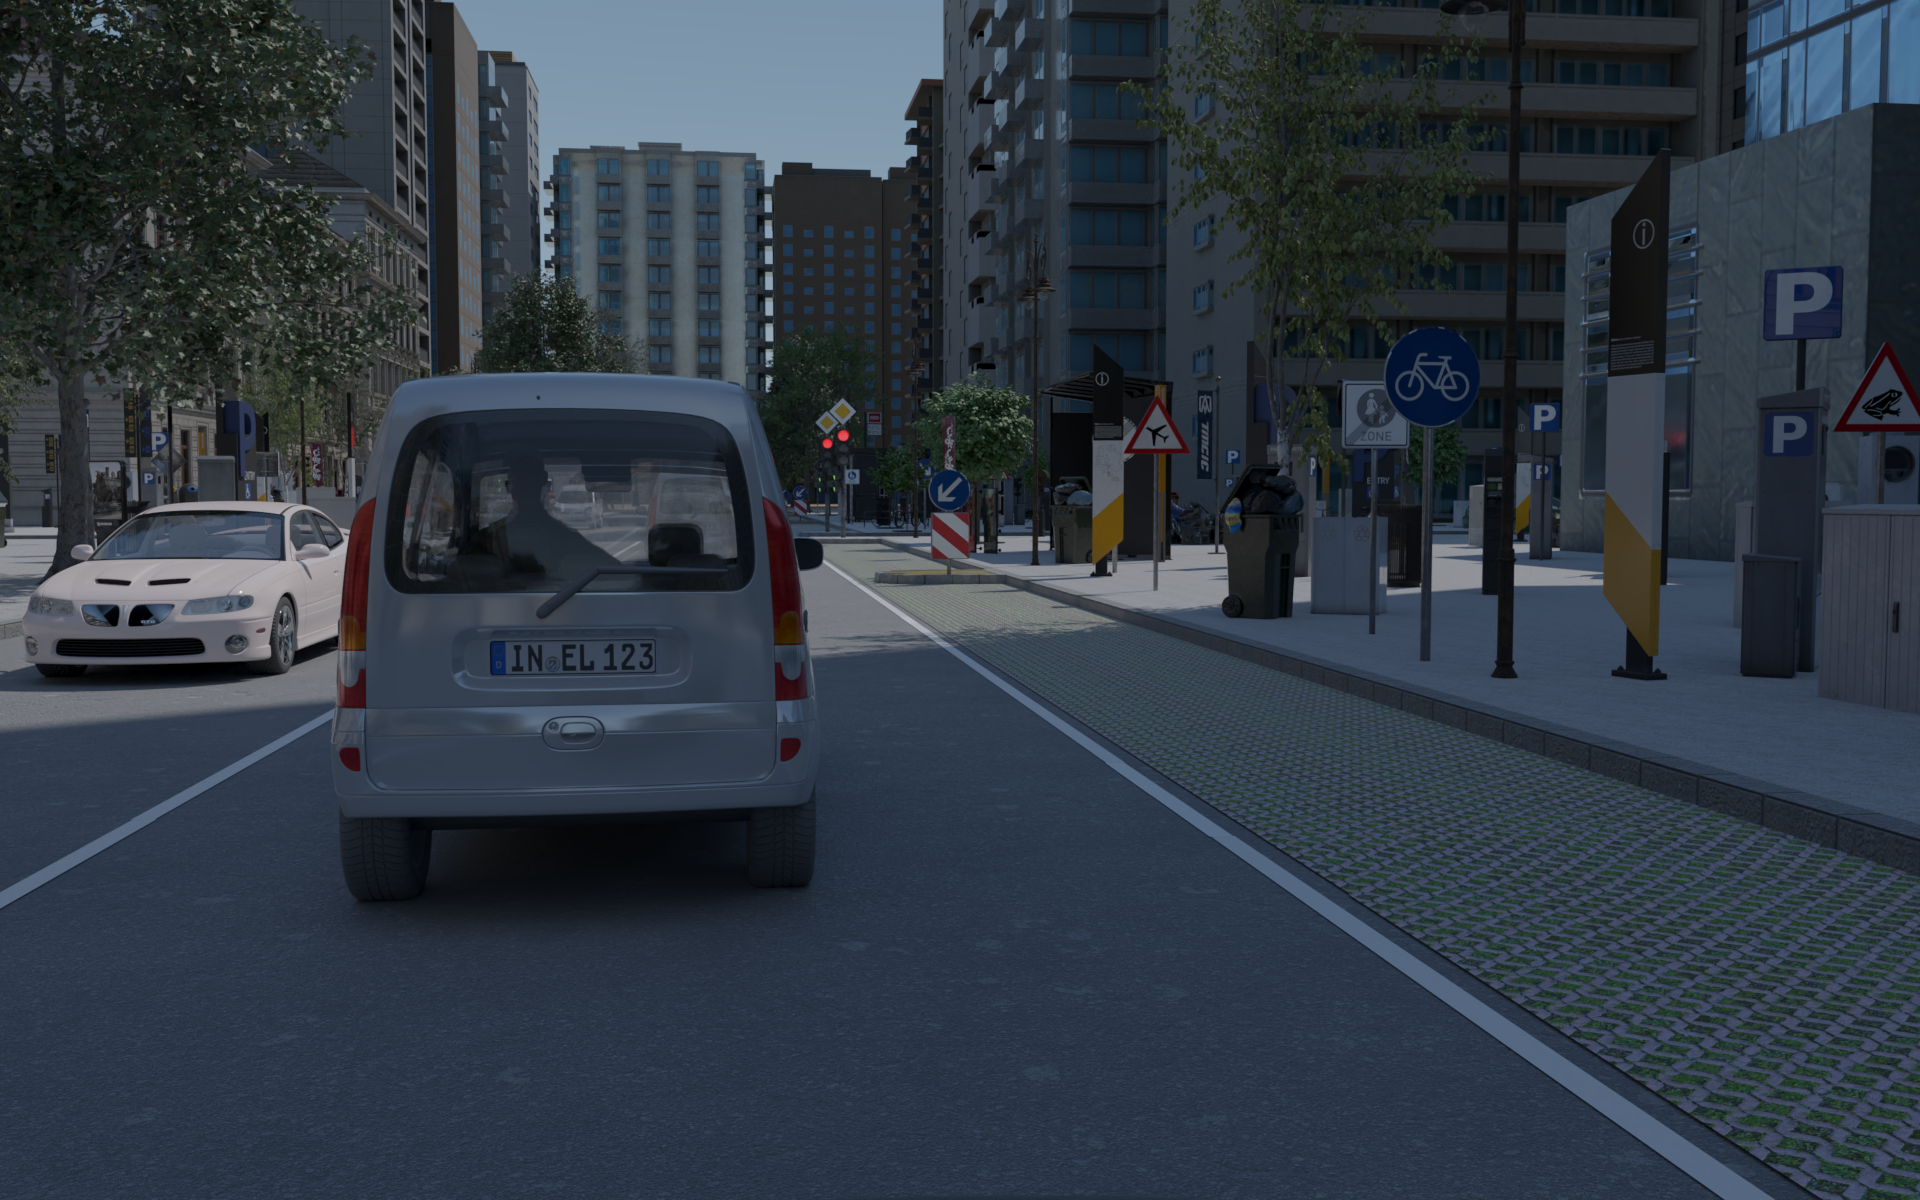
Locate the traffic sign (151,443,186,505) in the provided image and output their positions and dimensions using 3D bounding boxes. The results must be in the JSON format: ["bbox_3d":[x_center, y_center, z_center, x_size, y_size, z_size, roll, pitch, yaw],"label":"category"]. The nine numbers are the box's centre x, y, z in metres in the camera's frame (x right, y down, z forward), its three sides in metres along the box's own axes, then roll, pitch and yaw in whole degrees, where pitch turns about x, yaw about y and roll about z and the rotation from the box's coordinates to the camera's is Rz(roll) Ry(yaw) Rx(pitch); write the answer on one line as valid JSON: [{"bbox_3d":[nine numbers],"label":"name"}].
[{"bbox_3d":[-17.996,-2.337,39.402,0.795,2.450,0.064,0,4,-3],"label":"traffic sign"}]

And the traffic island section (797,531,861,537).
[{"bbox_3d":[-4.472,-2.229,58.729,2.009,0.180,2.903,0,4,-8],"label":"traffic island section"}]

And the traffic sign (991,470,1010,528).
[{"bbox_3d":[1.454,-4.022,65.765,0.884,2.594,0.081,0,4,-2],"label":"traffic sign"}]

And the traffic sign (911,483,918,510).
[{"bbox_3d":[-2.189,-4.659,78.302,0.606,2.300,0.079,0,4,-2],"label":"traffic sign"}]

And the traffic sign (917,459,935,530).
[{"bbox_3d":[-1.270,-3.822,62.594,0.768,2.556,0.104,0,4,-1],"label":"traffic sign"}]

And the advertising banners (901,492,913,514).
[{"bbox_3d":[-3.599,-7.097,112.223,2.074,3.025,0.090,3,4,37],"label":"advertising banners"}]

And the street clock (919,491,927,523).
[{"bbox_3d":[-1.633,-4.450,77.323,0.358,2.002,0.471,0,4,-5],"label":"street clock"}]

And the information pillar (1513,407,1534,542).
[{"bbox_3d":[15.147,-3.372,46.487,0.183,3.616,0.504,-2,4,-32],"label":"information pillar"}]

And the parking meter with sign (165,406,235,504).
[{"bbox_3d":[-14.792,-2.338,34.482,1.738,3.016,0.543,-2,4,-25],"label":"parking meter with sign"}]

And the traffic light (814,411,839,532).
[{"bbox_3d":[-4.514,-4.262,58.609,0.839,4.253,0.868,0,4,-8],"label":"traffic light"}]

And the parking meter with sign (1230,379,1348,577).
[{"bbox_3d":[5.173,-1.881,27.014,1.738,3.016,0.543,2,4,29],"label":"parking meter with sign"}]

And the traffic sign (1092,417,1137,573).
[{"bbox_3d":[2.524,-1.717,28.175,0.768,2.556,0.104,0,4,-4],"label":"traffic sign"}]

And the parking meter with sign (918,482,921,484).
[{"bbox_3d":[-2.286,-6.372,100.441,0.543,3.016,1.738,0,4,6],"label":"parking meter with sign"}]

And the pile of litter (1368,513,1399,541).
[{"bbox_3d":[9.876,-1.603,40.178,1.176,0.858,1.719,3,5,43],"label":"pile of litter"}]

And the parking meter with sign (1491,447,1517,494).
[{"bbox_3d":[20.631,-4.173,64.490,1.738,3.016,0.543,-1,4,-18],"label":"parking meter with sign"}]

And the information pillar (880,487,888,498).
[{"bbox_3d":[-3.836,-5.053,87.115,0.304,2.012,0.304,2,4,35],"label":"information pillar"}]

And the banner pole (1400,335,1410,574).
[{"bbox_3d":[6.959,-2.264,27.037,0.401,3.779,0.863,0,4,7],"label":"banner pole"}]

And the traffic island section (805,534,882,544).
[{"bbox_3d":[-3.405,-1.745,50.815,2.009,0.180,2.903,0,4,-8],"label":"traffic island section"}]

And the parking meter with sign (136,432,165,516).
[{"bbox_3d":[-22.395,-3.162,47.961,0.543,3.016,1.738,-1,4,-10],"label":"parking meter with sign"}]

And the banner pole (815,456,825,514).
[{"bbox_3d":[-9.220,-7.599,114.254,0.863,3.779,0.401,-3,5,-44],"label":"banner pole"}]

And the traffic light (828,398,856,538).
[{"bbox_3d":[-3.446,-3.778,50.696,0.839,4.253,0.868,0,4,-8],"label":"traffic light"}]

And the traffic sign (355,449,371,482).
[{"bbox_3d":[-16.815,-2.982,48.865,0.768,2.556,0.104,0,4,-1],"label":"traffic sign"}]

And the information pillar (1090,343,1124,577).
[{"bbox_3d":[2.284,-2.172,26.867,0.504,3.616,0.183,0,4,8],"label":"information pillar"}]

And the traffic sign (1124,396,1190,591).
[{"bbox_3d":[2.599,-1.403,22.950,0.884,2.594,0.081,0,4,-4],"label":"traffic sign"}]

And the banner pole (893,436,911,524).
[{"bbox_3d":[-2.403,-5.186,74.803,0.401,3.779,0.863,3,5,43],"label":"banner pole"}]

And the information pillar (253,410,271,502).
[{"bbox_3d":[-19.574,-3.497,48.533,0.504,3.616,0.183,-2,4,-26],"label":"information pillar"}]

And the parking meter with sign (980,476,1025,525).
[{"bbox_3d":[1.832,-4.570,70.975,1.738,3.016,0.543,-2,4,-28],"label":"parking meter with sign"}]

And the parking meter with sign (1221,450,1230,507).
[{"bbox_3d":[10.538,-4.367,67.666,0.543,3.016,1.738,1,4,17],"label":"parking meter with sign"}]

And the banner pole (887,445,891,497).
[{"bbox_3d":[-3.438,-6.066,89.203,0.401,3.779,0.863,3,5,43],"label":"banner pole"}]

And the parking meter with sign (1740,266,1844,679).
[{"bbox_3d":[6.088,-1.007,12.728,0.543,3.016,1.738,2,4,30],"label":"parking meter with sign"}]

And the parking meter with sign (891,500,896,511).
[{"bbox_3d":[-5.737,-8.395,133.520,1.738,3.016,0.543,1,4,18],"label":"parking meter with sign"}]

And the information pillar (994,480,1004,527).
[{"bbox_3d":[1.516,-3.830,67.110,0.304,2.012,0.304,2,4,34],"label":"information pillar"}]

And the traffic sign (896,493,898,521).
[{"bbox_3d":[-2.982,-5.014,82.088,0.768,2.556,0.104,0,4,0],"label":"traffic sign"}]

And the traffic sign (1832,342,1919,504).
[{"bbox_3d":[7.912,-0.911,14.899,0.884,2.594,0.081,0,4,-2],"label":"traffic sign"}]

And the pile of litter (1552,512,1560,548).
[{"bbox_3d":[14.595,-1.691,41.618,1.176,0.858,1.719,0,4,3],"label":"pile of litter"}]

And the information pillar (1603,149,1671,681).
[{"bbox_3d":[4.710,-1.266,12.056,0.183,3.616,0.504,-1,4,-21],"label":"information pillar"}]

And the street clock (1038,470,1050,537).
[{"bbox_3d":[2.438,-2.894,51.888,0.471,2.002,0.358,2,4,27],"label":"street clock"}]

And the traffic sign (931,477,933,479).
[{"bbox_3d":[-1.170,-5.023,84.263,0.606,2.300,0.079,0,4,-3],"label":"traffic sign"}]

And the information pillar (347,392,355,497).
[{"bbox_3d":[-14.067,-2.978,40.043,0.183,3.616,0.504,-1,4,-12],"label":"information pillar"}]

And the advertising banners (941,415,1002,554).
[{"bbox_3d":[0.222,-2.544,37.776,0.090,3.025,2.074,-3,4,-37],"label":"advertising banners"}]

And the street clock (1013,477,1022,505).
[{"bbox_3d":[2.467,-4.256,74.157,0.358,2.002,0.471,2,4,25],"label":"street clock"}]

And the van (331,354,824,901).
[{"bbox_3d":[-1.557,-0.034,7.561,2.013,2.044,4.112,-1,4,-9],"label":"van"}]

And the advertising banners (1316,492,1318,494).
[{"bbox_3d":[13.861,-4.643,72.105,2.074,3.025,0.090,2,4,26],"label":"advertising banners"}]

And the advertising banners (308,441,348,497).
[{"bbox_3d":[-21.023,-3.809,58.471,0.090,3.025,2.074,3,4,38],"label":"advertising banners"}]

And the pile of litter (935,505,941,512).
[{"bbox_3d":[-0.745,-4.183,82.355,1.176,0.858,1.719,2,4,34],"label":"pile of litter"}]

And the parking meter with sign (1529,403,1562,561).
[{"bbox_3d":[11.482,-2.315,34.106,0.543,3.016,1.738,1,4,19],"label":"parking meter with sign"}]

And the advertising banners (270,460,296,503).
[{"bbox_3d":[-33.073,-5.444,85.199,2.074,3.025,0.090,-1,4,-22],"label":"advertising banners"}]

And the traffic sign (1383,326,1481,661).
[{"bbox_3d":[3.581,-0.804,13.251,0.768,2.556,0.104,0,4,-7],"label":"traffic sign"}]

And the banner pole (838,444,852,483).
[{"bbox_3d":[-5.706,-5.917,86.760,0.863,3.779,0.401,-1,4,-11],"label":"banner pole"}]

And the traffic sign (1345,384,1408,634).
[{"bbox_3d":[3.770,-0.835,15.778,0.606,2.300,0.079,0,4,-1],"label":"traffic sign"}]

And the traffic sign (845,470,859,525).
[{"bbox_3d":[-4.510,-4.302,72.466,0.606,2.300,0.079,0,4,-1],"label":"traffic sign"}]

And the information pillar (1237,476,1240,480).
[{"bbox_3d":[11.153,-3.970,69.393,0.304,2.012,0.304,2,4,34],"label":"information pillar"}]

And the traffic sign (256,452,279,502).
[{"bbox_3d":[-16.863,-2.446,42.126,0.606,2.300,0.079,0,4,0],"label":"traffic sign"}]
